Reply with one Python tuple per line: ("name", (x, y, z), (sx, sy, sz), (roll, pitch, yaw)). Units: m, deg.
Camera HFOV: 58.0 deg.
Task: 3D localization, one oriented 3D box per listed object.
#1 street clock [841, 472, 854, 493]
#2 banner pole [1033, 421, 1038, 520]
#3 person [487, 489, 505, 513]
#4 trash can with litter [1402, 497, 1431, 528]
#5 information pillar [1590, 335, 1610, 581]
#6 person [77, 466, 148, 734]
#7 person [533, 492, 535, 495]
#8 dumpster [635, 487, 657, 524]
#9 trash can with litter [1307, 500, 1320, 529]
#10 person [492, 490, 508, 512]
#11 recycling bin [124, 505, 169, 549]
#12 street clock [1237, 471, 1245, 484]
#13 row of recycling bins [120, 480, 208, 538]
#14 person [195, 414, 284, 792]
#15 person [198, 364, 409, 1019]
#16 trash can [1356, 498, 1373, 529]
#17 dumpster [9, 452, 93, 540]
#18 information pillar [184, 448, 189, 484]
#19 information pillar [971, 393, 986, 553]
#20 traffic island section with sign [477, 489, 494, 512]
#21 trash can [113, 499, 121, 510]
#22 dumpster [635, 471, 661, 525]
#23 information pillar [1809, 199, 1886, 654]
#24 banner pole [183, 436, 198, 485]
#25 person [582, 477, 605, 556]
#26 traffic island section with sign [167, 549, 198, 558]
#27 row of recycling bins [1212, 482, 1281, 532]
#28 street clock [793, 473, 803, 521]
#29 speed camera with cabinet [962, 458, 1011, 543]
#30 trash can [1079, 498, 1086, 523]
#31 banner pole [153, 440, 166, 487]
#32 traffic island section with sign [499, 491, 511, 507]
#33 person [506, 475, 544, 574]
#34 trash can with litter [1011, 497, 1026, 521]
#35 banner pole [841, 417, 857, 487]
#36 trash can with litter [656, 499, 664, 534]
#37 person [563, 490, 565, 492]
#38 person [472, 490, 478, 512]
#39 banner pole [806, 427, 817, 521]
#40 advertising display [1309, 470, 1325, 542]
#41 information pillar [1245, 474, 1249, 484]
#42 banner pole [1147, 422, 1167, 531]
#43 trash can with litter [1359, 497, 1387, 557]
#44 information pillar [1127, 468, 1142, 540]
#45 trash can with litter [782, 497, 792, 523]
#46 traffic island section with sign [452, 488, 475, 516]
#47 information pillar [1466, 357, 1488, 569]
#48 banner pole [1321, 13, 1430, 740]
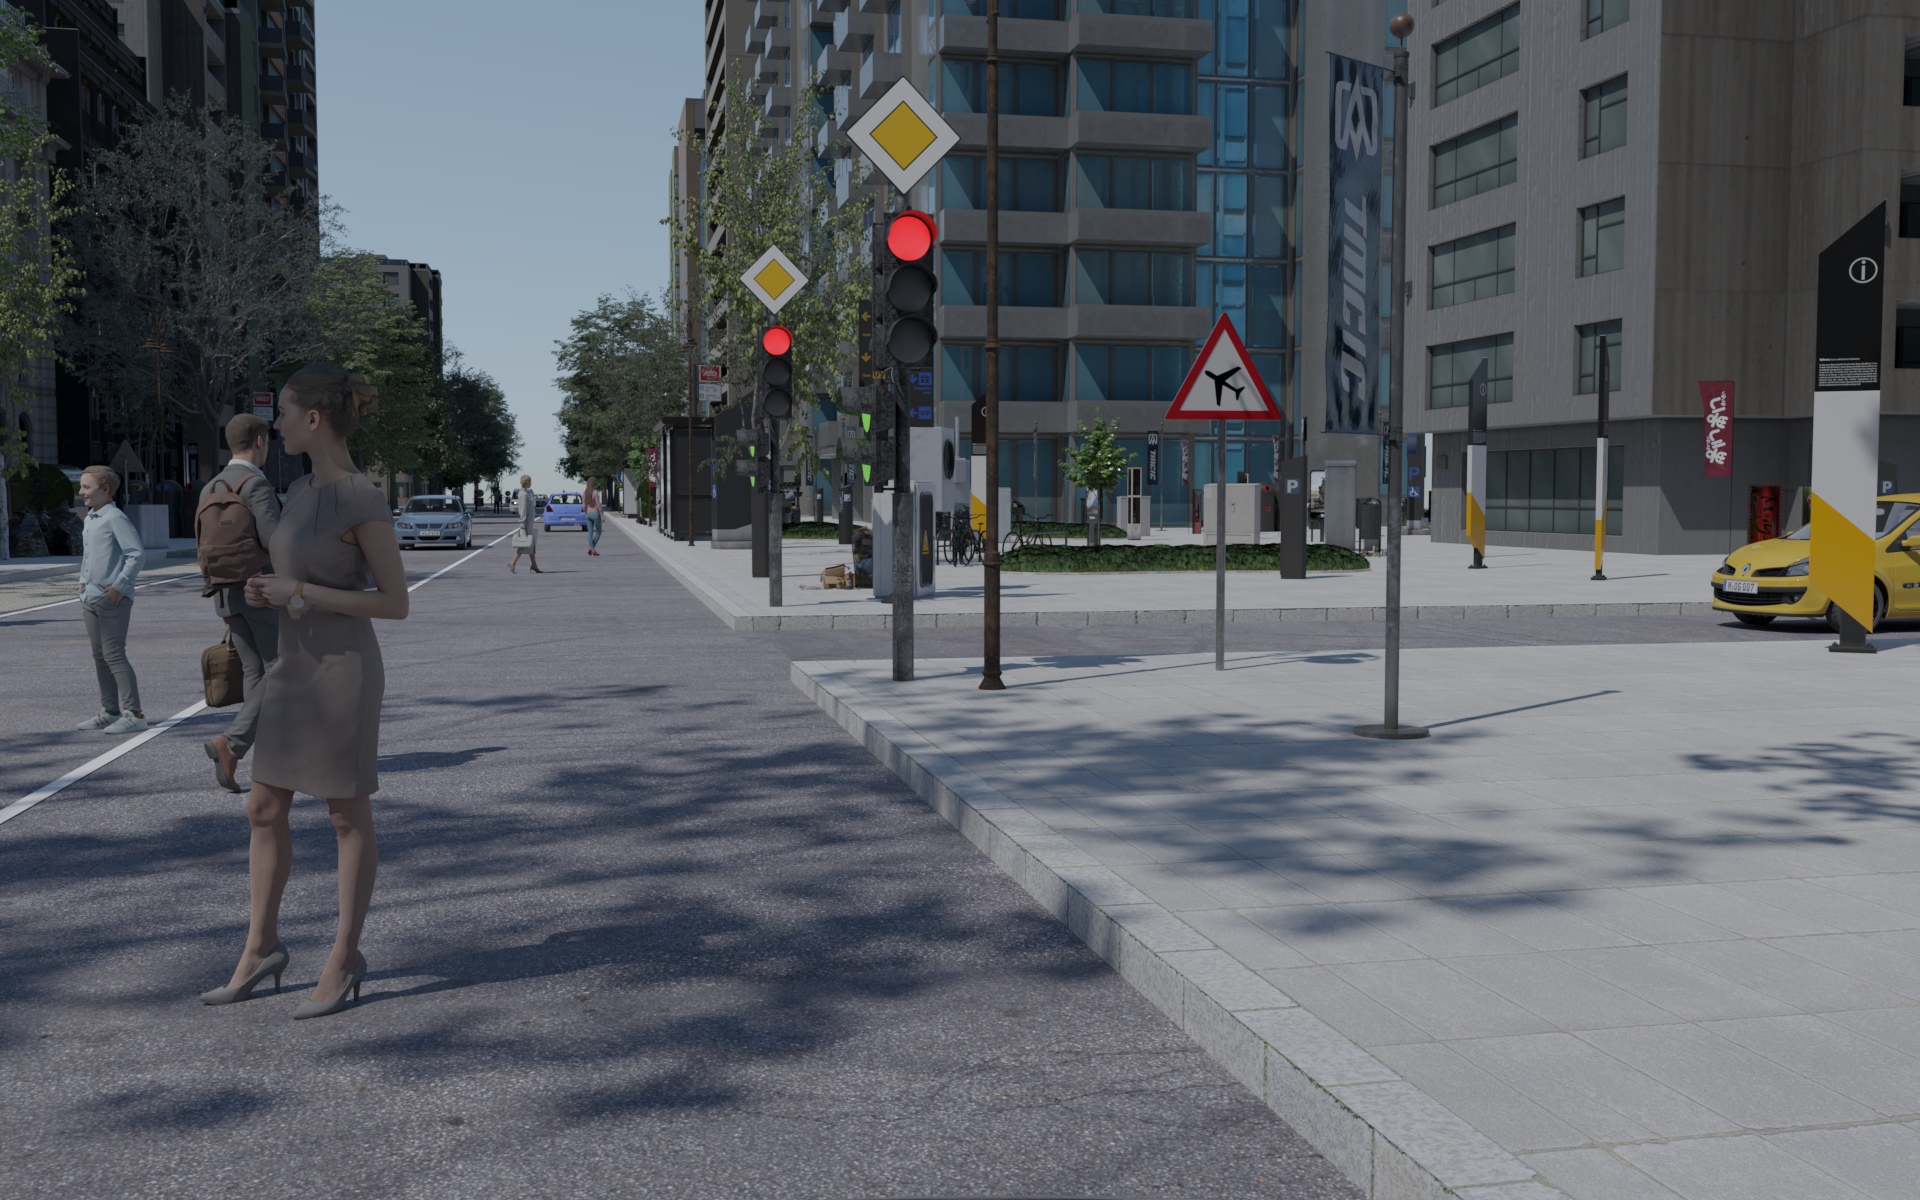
("street clock", (-3.733, -3.269, 58.018), (0.471, 2.002, 0.358), (2, 4, 32))
("banner pole", (2.562, -4.217, 58.960), (0.401, 3.779, 0.863), (1, 4, 11))
("person", (-34.415, -7.340, 128.495), (1.348, 1.826, 0.705), (-2, 4, -31))
("trash can with litter", (16.254, -3.085, 61.831), (1.055, 1.170, 0.624), (0, 4, -3))
("information pillar", (9.573, -2.107, 25.811), (0.183, 3.616, 0.504), (2, 4, 29))
("person", (-5.193, -0.013, 10.528), (0.330, 1.601, 0.589), (-3, 5, -44))
("person", (-54.246, -12.900, 220.136), (1.217, 1.743, 0.721), (-1, 4, -15))
("dumpster", (-13.515, -4.268, 75.536), (1.264, 1.857, 1.865), (-1, 4, -12))
("trash can with litter", (12.842, -3.159, 63.031), (0.624, 1.170, 1.055), (0, 4, 7))
("person", (-36.911, -7.935, 138.926), (1.217, 1.739, 0.721), (-1, 4, -9))
("recycling bin", (-19.102, -1.719, 40.664), (0.722, 1.027, 0.722), (2, 4, 34))
("street clock", (9.002, -3.114, 55.479), (0.358, 2.002, 0.471), (0, 4, 4))
("row of recycling bins", (-22.638, -2.647, 50.399), (3.534, 1.692, 1.069), (0, 4, 1))
("person", (-3.548, -0.009, 8.610), (0.622, 1.834, 0.822), (1, 4, 22))
("person", (-1.807, 0.249, 4.768), (0.599, 1.781, 0.374), (3, 4, 37))
("trash can", (14.845, -3.194, 63.871), (0.748, 1.137, 0.748), (0, 3, 0))
("dumpster", (-21.112, -2.308, 40.230), (1.502, 2.255, 1.985), (-1, 4, -12))
("information pillar", (-36.773, -5.570, 82.418), (0.504, 3.616, 0.183), (3, 5, 42))
("information pillar", (0.500, -2.833, 37.668), (0.504, 3.616, 0.183), (0, 4, 5))
("traffic island section with sign", (-39.194, -8.137, 141.664), (1.989, 1.847, 2.006), (-1, 4, -12))
("trash can", (-25.881, -2.559, 53.496), (0.748, 1.137, 0.748), (0, 3, 0))
("dumpster", (-12.682, -4.239, 71.800), (1.502, 2.255, 1.985), (-1, 4, -12))
("information pillar", (7.162, -1.383, 13.970), (0.504, 3.616, 0.183), (2, 4, 24))
("banner pole", (-33.024, -5.158, 74.347), (0.863, 3.779, 0.401), (1, 4, 16))
("person", (-8.462, -1.930, 40.064), (0.555, 1.821, 0.388), (1, 4, 16))
("traffic island section with sign", (-16.852, -1.891, 39.539), (1.989, 1.847, 2.006), (-1, 4, -12))
("row of recycling bins", (9.847, -3.151, 58.638), (3.534, 1.692, 1.069), (-2, 4, -27))
("street clock", (-5.445, -3.280, 58.204), (0.358, 2.002, 0.471), (0, 4, -5))
("speed camera with cabinet", (0.366, -3.098, 44.983), (2.038, 3.252, 0.660), (-3, 4, -37))
("trash can", (4.696, -3.134, 62.901), (0.748, 1.137, 0.748), (0, 3, 0))
("banner pole", (-33.656, -5.064, 72.808), (0.863, 3.779, 0.401), (1, 4, 22))
("traffic island section with sign", (-50.984, -11.436, 195.608), (1.989, 1.847, 2.006), (-1, 4, -12))
("person", (-7.879, -1.373, 31.308), (0.624, 1.780, 0.694), (0, 4, -5))
("trash can with litter", (2.073, -2.738, 56.146), (1.055, 1.170, 0.624), (0, 4, -7))
("banner pole", (-3.622, -4.047, 56.191), (0.401, 3.779, 0.863), (3, 4, 38))
("trash can with litter", (-9.617, -2.739, 56.171), (0.624, 1.170, 1.055), (-1, 4, -19))
("person", (-33.886, -8.482, 147.710), (0.750, 1.759, 0.617), (-3, 5, -44))
("person", (-39.192, -7.996, 139.924), (0.721, 1.739, 1.217), (-2, 4, -31))
("banner pole", (-5.526, -4.572, 64.761), (0.401, 3.779, 0.863), (2, 4, 33))
("advertising display", (9.797, -2.505, 46.176), (0.974, 1.923, 0.123), (2, 4, 32))
("information pillar", (10.376, -3.590, 63.194), (0.304, 2.012, 0.304), (1, 4, 16))
("banner pole", (6.824, -4.290, 60.151), (0.863, 3.779, 0.401), (-2, 4, -30))
("trash can with litter", (8.095, -1.514, 35.818), (2.233, 1.210, 1.678), (-2, 4, -23))
("information pillar", (4.842, -2.665, 48.059), (0.304, 2.012, 0.304), (-1, 4, -17))
("trash can with litter", (-5.917, -2.948, 59.580), (0.624, 1.170, 1.055), (-2, 4, -34))
("traffic island section with sign", (-33.427, -6.526, 115.330), (1.989, 1.847, 2.006), (-1, 4, -12))
("information pillar", (8.846, -2.340, 29.617), (0.504, 3.616, 0.183), (-3, 5, -43))
("banner pole", (2.130, -1.159, 8.971), (0.863, 3.779, 0.401), (-3, 5, -42))
